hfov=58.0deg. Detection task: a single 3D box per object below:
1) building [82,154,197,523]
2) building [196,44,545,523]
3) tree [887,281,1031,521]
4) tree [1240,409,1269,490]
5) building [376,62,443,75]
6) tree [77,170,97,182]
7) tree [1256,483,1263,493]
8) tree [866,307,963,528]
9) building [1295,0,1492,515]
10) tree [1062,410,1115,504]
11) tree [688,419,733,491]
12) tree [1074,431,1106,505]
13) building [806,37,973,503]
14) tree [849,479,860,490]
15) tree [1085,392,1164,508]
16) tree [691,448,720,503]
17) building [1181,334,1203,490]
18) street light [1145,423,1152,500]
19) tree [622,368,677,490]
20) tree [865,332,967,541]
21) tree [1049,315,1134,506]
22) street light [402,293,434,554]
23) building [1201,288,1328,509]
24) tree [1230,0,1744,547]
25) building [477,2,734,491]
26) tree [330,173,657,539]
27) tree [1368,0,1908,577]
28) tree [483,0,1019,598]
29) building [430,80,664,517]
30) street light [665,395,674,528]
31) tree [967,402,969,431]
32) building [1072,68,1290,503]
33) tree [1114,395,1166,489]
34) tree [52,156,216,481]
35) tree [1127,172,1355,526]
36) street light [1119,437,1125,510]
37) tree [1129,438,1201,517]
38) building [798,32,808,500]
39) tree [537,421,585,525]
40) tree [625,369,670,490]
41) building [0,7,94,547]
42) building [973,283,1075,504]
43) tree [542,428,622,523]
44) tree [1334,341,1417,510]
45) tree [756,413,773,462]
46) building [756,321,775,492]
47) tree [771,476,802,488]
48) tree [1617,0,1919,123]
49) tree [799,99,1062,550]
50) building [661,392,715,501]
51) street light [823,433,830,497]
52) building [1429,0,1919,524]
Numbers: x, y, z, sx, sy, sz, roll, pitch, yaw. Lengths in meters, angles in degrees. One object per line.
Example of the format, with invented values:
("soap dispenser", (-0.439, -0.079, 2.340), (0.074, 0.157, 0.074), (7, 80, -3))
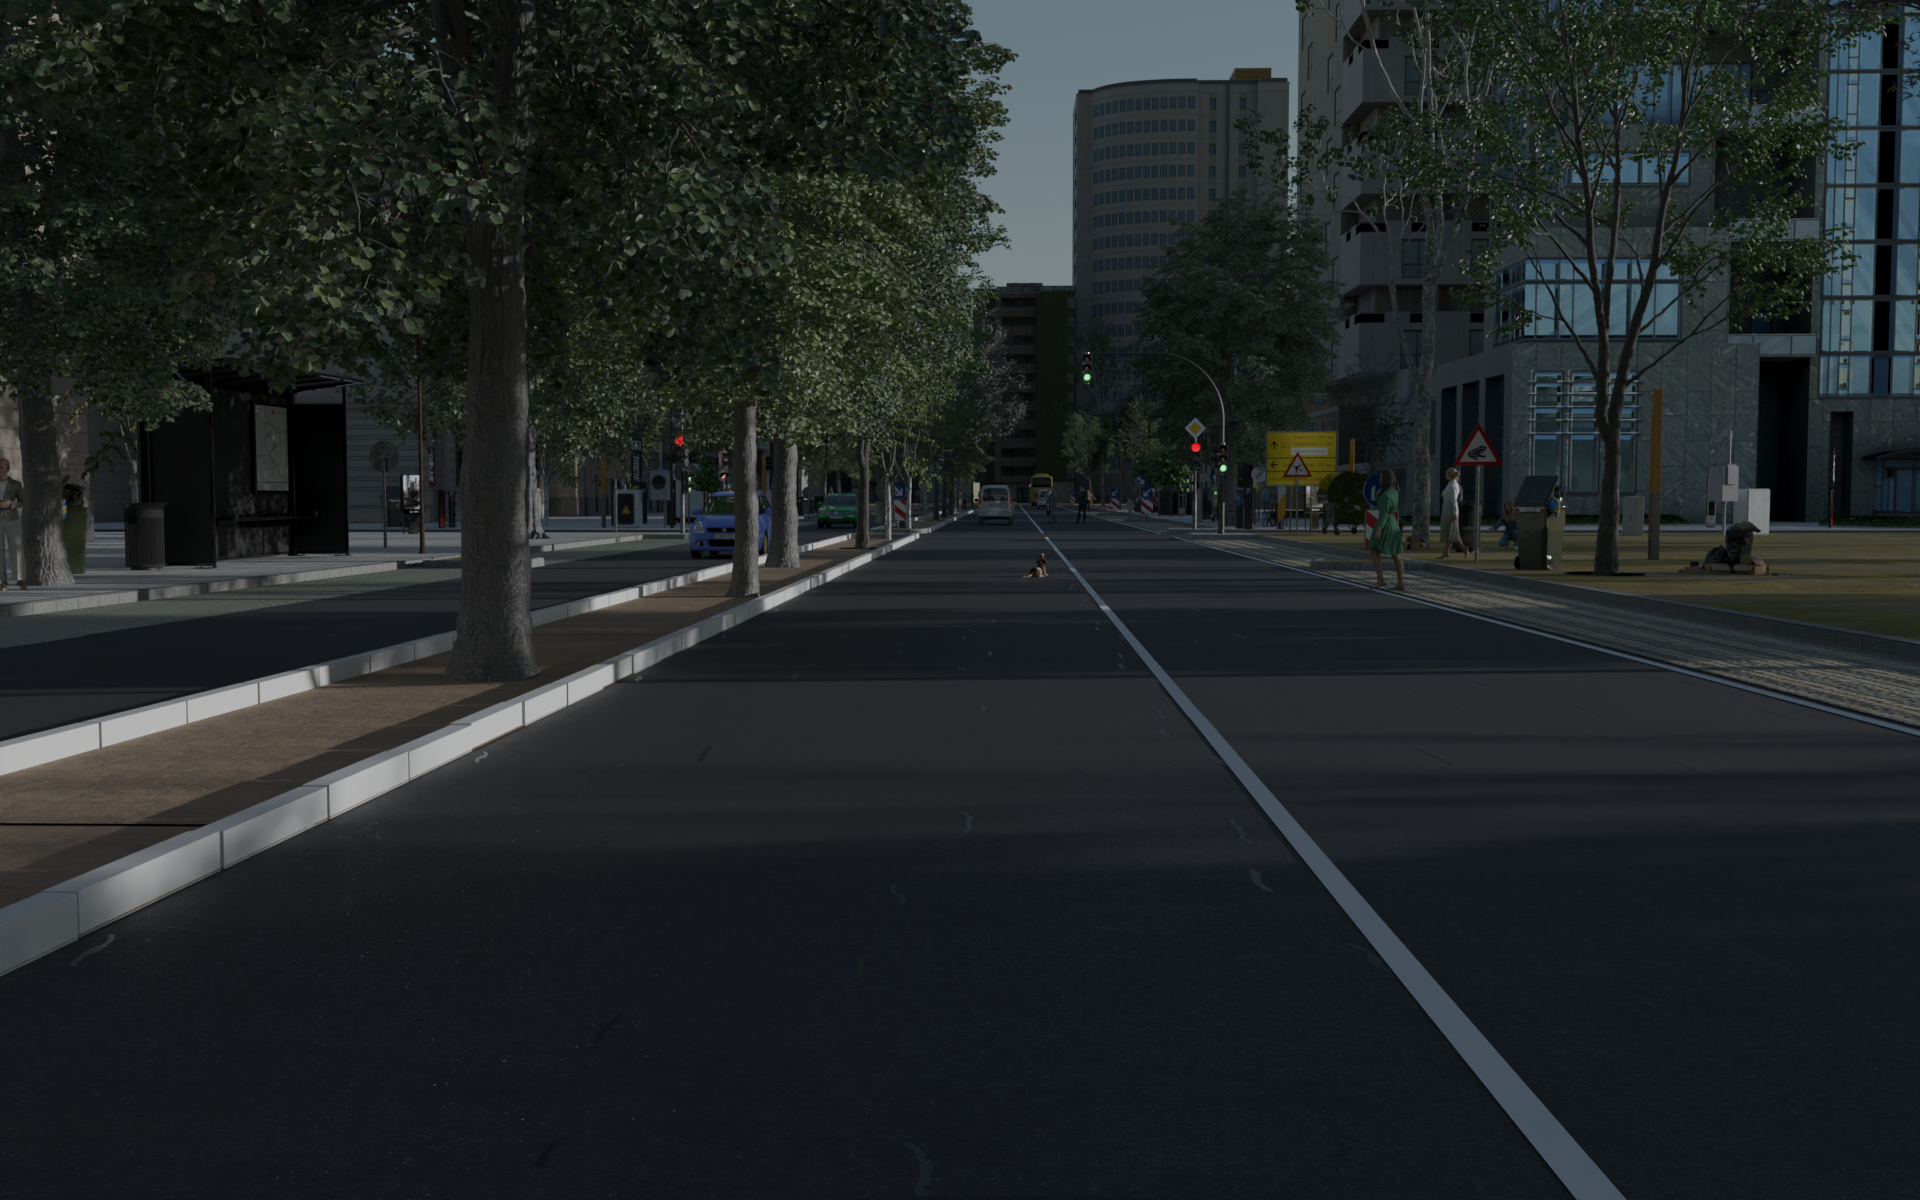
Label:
("building", (-48.238, -16.079, 80.921), (19.932, 24.808, 12.078), (0, 4, 2))
("building", (-28.138, -15.239, 85.317), (11.583, 22.565, 21.152), (0, 4, 2))
("tree", (-1.262, -10.981, 92.374), (12.009, 13.543, 11.850), (0, 3, 0))
("tree", (22.260, -11.147, 132.610), (4.737, 8.622, 4.395), (0, 3, 0))
("building", (-54.249, -35.051, 192.691), (30.456, 49.044, 23.786), (0, 4, 2))
("tree", (-18.900, -5.430, 39.136), (4.737, 8.622, 4.395), (0, 3, 0))
("tree", (23.307, -8.766, 137.927), (1.663, 3.219, 1.824), (0, 3, 0))
("tree", (-1.915, -6.838, 64.625), (4.360, 8.622, 3.978), (0, 3, 0))
("building", (37.727, -32.073, 113.632), (28.713, 52.752, 27.495), (0, 4, 2))
("tree", (16.089, -17.744, 215.868), (9.928, 11.665, 9.643), (0, 3, 0))
("tree", (-17.070, -10.358, 119.723), (4.737, 8.622, 4.395), (0, 3, 0))
("tree", (15.243, -15.220, 199.202), (4.360, 8.622, 3.978), (0, 3, 0))
("building", (-13.682, -56.897, 242.934), (31.000, 86.520, 22.319), (0, 4, 2))
("tree", (-9.183, -10.141, 160.403), (1.663, 3.219, 1.824), (0, 3, 0))
("tree", (14.685, -13.546, 155.886), (7.601, 10.594, 8.767), (2, 4, 29))
("tree", (-10.697, -4.824, 73.469), (1.663, 3.219, 1.824), (0, 3, 0))
("building", (39.426, -21.026, 188.813), (27.650, 21.520, 28.899), (0, 4, 2))
("street light", (12.044, -8.417, 110.407), (0.468, 5.910, 1.993), (0, 4, 2))
("tree", (-16.195, -8.110, 82.955), (4.360, 8.622, 3.978), (0, 3, 0))
("tree", (-2.123, -6.057, 51.847), (4.737, 8.622, 4.395), (0, 3, 0))
("tree", (15.663, -19.890, 181.093), (12.611, 20.169, 13.585), (0, 3, 0))
("street light", (-11.538, -3.927, 36.996), (0.468, 5.910, 1.993), (0, 4, 2))
("building", (38.024, -19.235, 159.528), (27.650, 21.520, 28.899), (0, 4, 2))
("tree", (12.382, -11.383, 41.998), (12.611, 20.169, 13.585), (0, 3, 0))
("building", (-30.986, -37.379, 153.145), (21.231, 58.520, 28.212), (0, 4, 2))
("tree", (-12.302, -8.080, 49.123), (9.611, 12.733, 9.660), (0, 3, 0))
("tree", (10.187, -6.183, 26.853), (9.928, 11.665, 9.643), (0, 3, 0))
("tree", (-3.076, -6.331, 24.090), (7.486, 12.596, 7.792), (0, 3, 0))
("building", (-26.687, -19.019, 108.225), (12.463, 27.353, 25.104), (0, 4, 2))
("street light", (-10.771, -5.615, 64.591), (0.468, 5.910, 1.993), (0, 4, 2))
("tree", (-1.586, -7.842, 81.042), (4.737, 8.622, 4.395), (0, 3, 0))
("building", (30.180, -42.889, 243.235), (28.212, 58.520, 21.231), (0, 4, 2))
("tree", (13.662, -10.848, 127.732), (4.737, 8.622, 4.395), (0, 3, 0))
("tree", (-16.293, -5.118, 34.049), (4.360, 8.622, 3.978), (0, 3, 0))
("tree", (10.974, -10.005, 70.231), (9.857, 13.997, 8.962), (0, 3, 0))
("street light", (12.857, -10.122, 138.288), (0.468, 5.910, 1.993), (0, 4, 2))
("tree", (12.005, -6.973, 97.714), (4.285, 4.588, 4.351), (0, 3, 0))
("building", (-28.656, -46.203, 193.671), (20.611, 71.187, 20.563), (0, 4, 2))
("tree", (-16.902, -7.340, 70.370), (4.737, 8.622, 4.395), (0, 3, 0))
("tree", (-18.203, -8.855, 95.149), (4.737, 8.622, 4.395), (0, 3, 0))
("building", (-35.221, -14.834, 39.799), (25.104, 27.353, 12.463), (0, 4, 2))
("building", (8.746, -28.642, 240.000), (14.107, 30.474, 14.160), (0, 4, 2))
("tree", (-18.114, -7.721, 76.604), (4.360, 8.622, 3.978), (0, 3, 0))
("tree", (20.279, -8.201, 84.455), (4.360, 8.622, 3.978), (0, 3, 0))
("tree", (-16.787, -10.722, 125.668), (4.737, 8.622, 4.395), (0, 3, 0))
("building", (-25.602, -24.673, 175.112), (14.160, 30.474, 14.107), (0, 4, 2))
("tree", (-9.984, -6.436, 99.823), (1.663, 3.219, 1.824), (0, 3, 0))
("tree", (9.857, -6.333, 13.913), (12.009, 13.543, 11.850), (0, 3, 0))
("tree", (-2.425, -7.103, 44.342), (9.928, 11.665, 9.643), (0, 3, 0))
("building", (-24.596, -17.178, 130.012), (9.793, 20.994, 18.267), (0, 4, 2))
("street light", (-9.217, -8.990, 119.781), (0.468, 5.910, 1.993), (0, 4, 2))
("building", (39.418, -47.091, 82.614), (31.000, 86.520, 22.319), (0, 4, 2))
